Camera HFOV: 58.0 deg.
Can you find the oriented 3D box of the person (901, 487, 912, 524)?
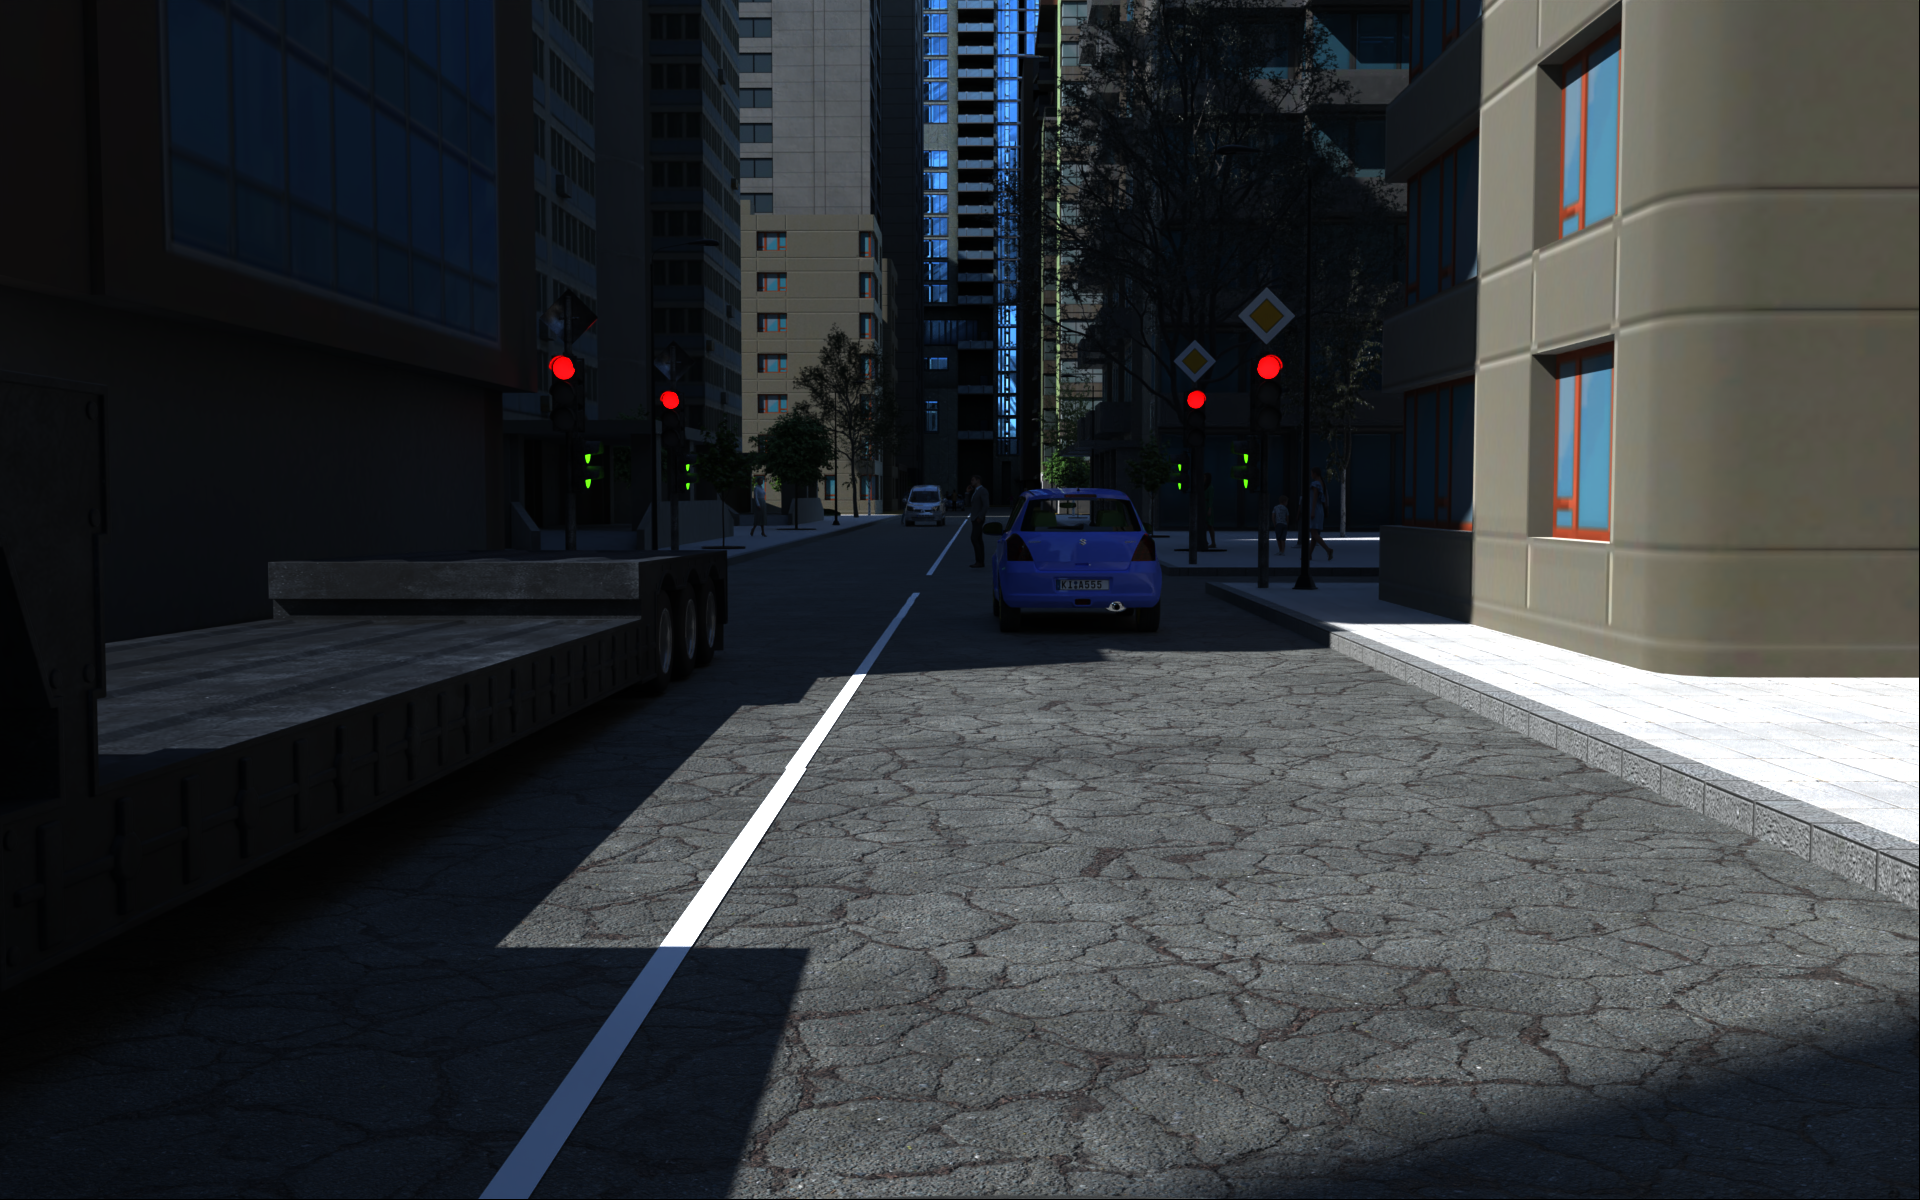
[{"bbox_3d":[-2.472,-4.465,81.850,0.623,1.781,0.721,2,4,30],"label":"person"}]

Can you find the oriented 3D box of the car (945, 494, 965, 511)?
[{"bbox_3d":[-0.479,-8.272,147.257,2.014,1.417,4.499,0,4,1],"label":"car"}]

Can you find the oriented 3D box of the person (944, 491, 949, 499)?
[{"bbox_3d":[-1.360,-10.684,183.906,1.217,1.735,0.721,0,4,8],"label":"person"}]

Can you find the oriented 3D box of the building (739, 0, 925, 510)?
[{"bbox_3d":[-14.163,-44.835,171.310,20.611,71.187,20.563,0,4,1],"label":"building"}]

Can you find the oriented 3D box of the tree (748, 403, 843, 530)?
[{"bbox_3d":[-5.816,-4.801,62.204,4.285,4.588,4.351,0,3,0],"label":"tree"}]

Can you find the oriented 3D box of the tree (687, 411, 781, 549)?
[{"bbox_3d":[-5.432,-2.813,40.588,1.663,3.219,1.824,0,3,0],"label":"tree"}]

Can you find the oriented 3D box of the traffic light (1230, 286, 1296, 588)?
[{"bbox_3d":[4.131,-2.121,23.596,0.839,4.253,0.868,0,4,1],"label":"traffic light"}]

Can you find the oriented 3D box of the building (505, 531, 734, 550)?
[{"bbox_3d":[-23.107,-21.591,44.902,32.217,40.220,23.993,0,4,1],"label":"building"}]

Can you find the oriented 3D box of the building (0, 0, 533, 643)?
[{"bbox_3d":[-13.135,-22.400,16.345,14.200,45.320,14.600,0,4,1],"label":"building"}]

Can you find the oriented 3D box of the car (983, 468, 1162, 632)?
[{"bbox_3d":[1.228,-0.594,19.307,1.945,1.707,3.694,0,4,-1],"label":"car"}]

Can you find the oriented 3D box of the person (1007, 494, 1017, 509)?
[{"bbox_3d":[4.986,-9.496,166.978,0.991,1.433,0.599,1,4,11],"label":"person"}]

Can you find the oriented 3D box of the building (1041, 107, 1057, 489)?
[{"bbox_3d":[13.170,-22.068,132.519,14.160,30.474,14.107,0,4,1],"label":"building"}]

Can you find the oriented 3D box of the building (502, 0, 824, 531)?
[{"bbox_3d":[-22.863,-23.545,76.835,32.217,40.220,23.993,0,4,1],"label":"building"}]

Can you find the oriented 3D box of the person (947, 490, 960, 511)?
[{"bbox_3d":[-0.493,-8.299,144.284,1.348,1.812,0.705,-2,4,-33],"label":"person"}]

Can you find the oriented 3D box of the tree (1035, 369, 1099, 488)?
[{"bbox_3d":[6.557,-9.218,101.081,4.737,8.622,4.395,0,3,0],"label":"tree"}]

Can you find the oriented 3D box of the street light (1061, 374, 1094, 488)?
[{"bbox_3d":[4.620,-5.796,67.310,1.470,5.913,1.316,0,4,1],"label":"street light"}]

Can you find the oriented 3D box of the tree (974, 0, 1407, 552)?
[{"bbox_3d":[5.231,-7.828,38.357,12.009,13.543,11.850,0,3,0],"label":"tree"}]

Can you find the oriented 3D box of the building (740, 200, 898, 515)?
[{"bbox_3d":[-18.929,-16.937,121.953,27.650,21.520,28.899,0,4,1],"label":"building"}]

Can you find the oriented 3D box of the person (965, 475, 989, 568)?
[{"bbox_3d":[0.329,-1.542,33.901,0.473,1.802,0.592,0,4,-1],"label":"person"}]

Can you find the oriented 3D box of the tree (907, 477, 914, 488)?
[{"bbox_3d":[-5.155,-10.171,160.894,1.663,3.219,1.824,0,3,0],"label":"tree"}]

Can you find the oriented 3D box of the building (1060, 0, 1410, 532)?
[{"bbox_3d":[16.430,-27.617,71.144,23.786,49.044,30.456,0,4,1],"label":"building"}]

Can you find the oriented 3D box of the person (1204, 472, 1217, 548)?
[{"bbox_3d":[5.887,-2.132,41.142,0.529,1.795,0.600,-1,4,-21],"label":"person"}]

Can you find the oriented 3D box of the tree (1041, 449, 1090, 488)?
[{"bbox_3d":[6.858,-7.694,109.504,4.285,4.588,4.351,0,3,0],"label":"tree"}]

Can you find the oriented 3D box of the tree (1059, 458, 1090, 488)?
[{"bbox_3d":[6.345,-5.939,91.697,1.663,3.219,1.824,0,3,0],"label":"tree"}]

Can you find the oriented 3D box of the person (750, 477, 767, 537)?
[{"bbox_3d":[-6.090,-2.815,52.300,0.641,1.798,0.478,3,5,43],"label":"person"}]

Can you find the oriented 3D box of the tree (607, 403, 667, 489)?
[{"bbox_3d":[-11.560,-4.826,62.613,4.285,4.588,4.351,0,3,0],"label":"tree"}]

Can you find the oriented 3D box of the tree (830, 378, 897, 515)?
[{"bbox_3d":[-5.577,-9.421,104.390,4.360,8.622,3.978,0,3,0],"label":"tree"}]

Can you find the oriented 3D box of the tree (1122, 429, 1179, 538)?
[{"bbox_3d":[5.583,-3.469,51.324,1.663,3.219,1.824,0,3,0],"label":"tree"}]

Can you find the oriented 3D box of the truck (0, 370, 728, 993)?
[{"bbox_3d":[-3.352,-0.981,5.805,2.967,4.110,18.799,0,4,1],"label":"truck"}]

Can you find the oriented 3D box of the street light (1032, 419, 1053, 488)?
[{"bbox_3d":[5.131,-8.207,106.722,1.470,5.913,1.316,0,4,1],"label":"street light"}]

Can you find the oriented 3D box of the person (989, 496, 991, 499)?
[{"bbox_3d":[2.430,-9.657,167.067,1.217,1.739,0.721,-1,4,-15],"label":"person"}]

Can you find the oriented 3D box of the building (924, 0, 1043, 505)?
[{"bbox_3d":[4.857,-54.295,200.389,31.000,86.520,22.319,0,4,1],"label":"building"}]

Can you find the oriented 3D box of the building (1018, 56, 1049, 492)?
[{"bbox_3d":[13.158,-32.111,175.129,14.600,45.320,14.200,0,4,1],"label":"building"}]

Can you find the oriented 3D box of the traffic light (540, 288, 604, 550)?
[{"bbox_3d":[-5.329,-2.128,23.712,0.839,4.253,0.868,0,4,1],"label":"traffic light"}]

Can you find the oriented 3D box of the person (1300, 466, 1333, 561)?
[{"bbox_3d":[6.911,-1.665,33.356,0.616,1.811,0.778,-3,5,-42],"label":"person"}]

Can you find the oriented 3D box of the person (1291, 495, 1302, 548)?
[{"bbox_3d":[8.166,-1.985,41.101,0.523,1.515,0.503,3,5,39],"label":"person"}]

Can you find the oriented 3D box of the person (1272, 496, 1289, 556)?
[{"bbox_3d":[6.691,-1.557,36.181,0.332,1.250,0.352,3,5,39],"label":"person"}]

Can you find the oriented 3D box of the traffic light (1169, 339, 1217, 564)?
[{"bbox_3d":[4.243,-2.609,31.581,0.839,4.253,0.868,0,4,1],"label":"traffic light"}]

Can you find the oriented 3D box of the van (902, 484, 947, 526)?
[{"bbox_3d":[-1.550,-4.349,78.114,2.013,2.044,4.112,0,4,2],"label":"van"}]

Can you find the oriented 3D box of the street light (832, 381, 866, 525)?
[{"bbox_3d":[-4.561,-6.030,71.135,1.470,5.913,1.316,0,4,1],"label":"street light"}]

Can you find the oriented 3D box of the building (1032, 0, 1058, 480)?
[{"bbox_3d":[17.670,-30.510,153.469,22.147,44.769,28.867,0,4,1],"label":"building"}]

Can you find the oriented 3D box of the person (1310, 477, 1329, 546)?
[{"bbox_3d":[8.808,-2.223,43.058,0.731,1.740,0.598,1,4,15],"label":"person"}]

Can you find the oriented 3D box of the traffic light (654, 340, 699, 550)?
[{"bbox_3d":[-5.218,-2.616,31.697,0.839,4.253,0.868,0,4,1],"label":"traffic light"}]

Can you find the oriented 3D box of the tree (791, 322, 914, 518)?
[{"bbox_3d":[-6.031,-9.799,94.629,7.601,10.594,8.767,0,4,-1],"label":"tree"}]

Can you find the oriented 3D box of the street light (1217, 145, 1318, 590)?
[{"bbox_3d":[4.115,-3.099,23.204,1.470,5.913,1.316,0,4,1],"label":"street light"}]

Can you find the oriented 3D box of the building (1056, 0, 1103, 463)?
[{"bbox_3d":[13.566,-26.576,118.113,14.154,41.232,14.086,0,4,1],"label":"building"}]

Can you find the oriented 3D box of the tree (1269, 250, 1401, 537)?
[{"bbox_3d":[11.137,-6.171,51.254,4.360,8.622,3.978,0,3,0],"label":"tree"}]

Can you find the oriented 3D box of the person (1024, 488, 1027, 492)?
[{"bbox_3d":[3.846,-5.792,103.548,0.444,1.785,0.601,-3,5,-40],"label":"person"}]

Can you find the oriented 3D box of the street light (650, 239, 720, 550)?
[{"bbox_3d":[-5.080,-3.619,31.706,1.470,5.913,1.316,0,4,1],"label":"street light"}]

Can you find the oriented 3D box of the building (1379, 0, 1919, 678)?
[{"bbox_3d":[18.713,-9.832,5.791,27.650,21.520,28.899,0,4,1],"label":"building"}]
